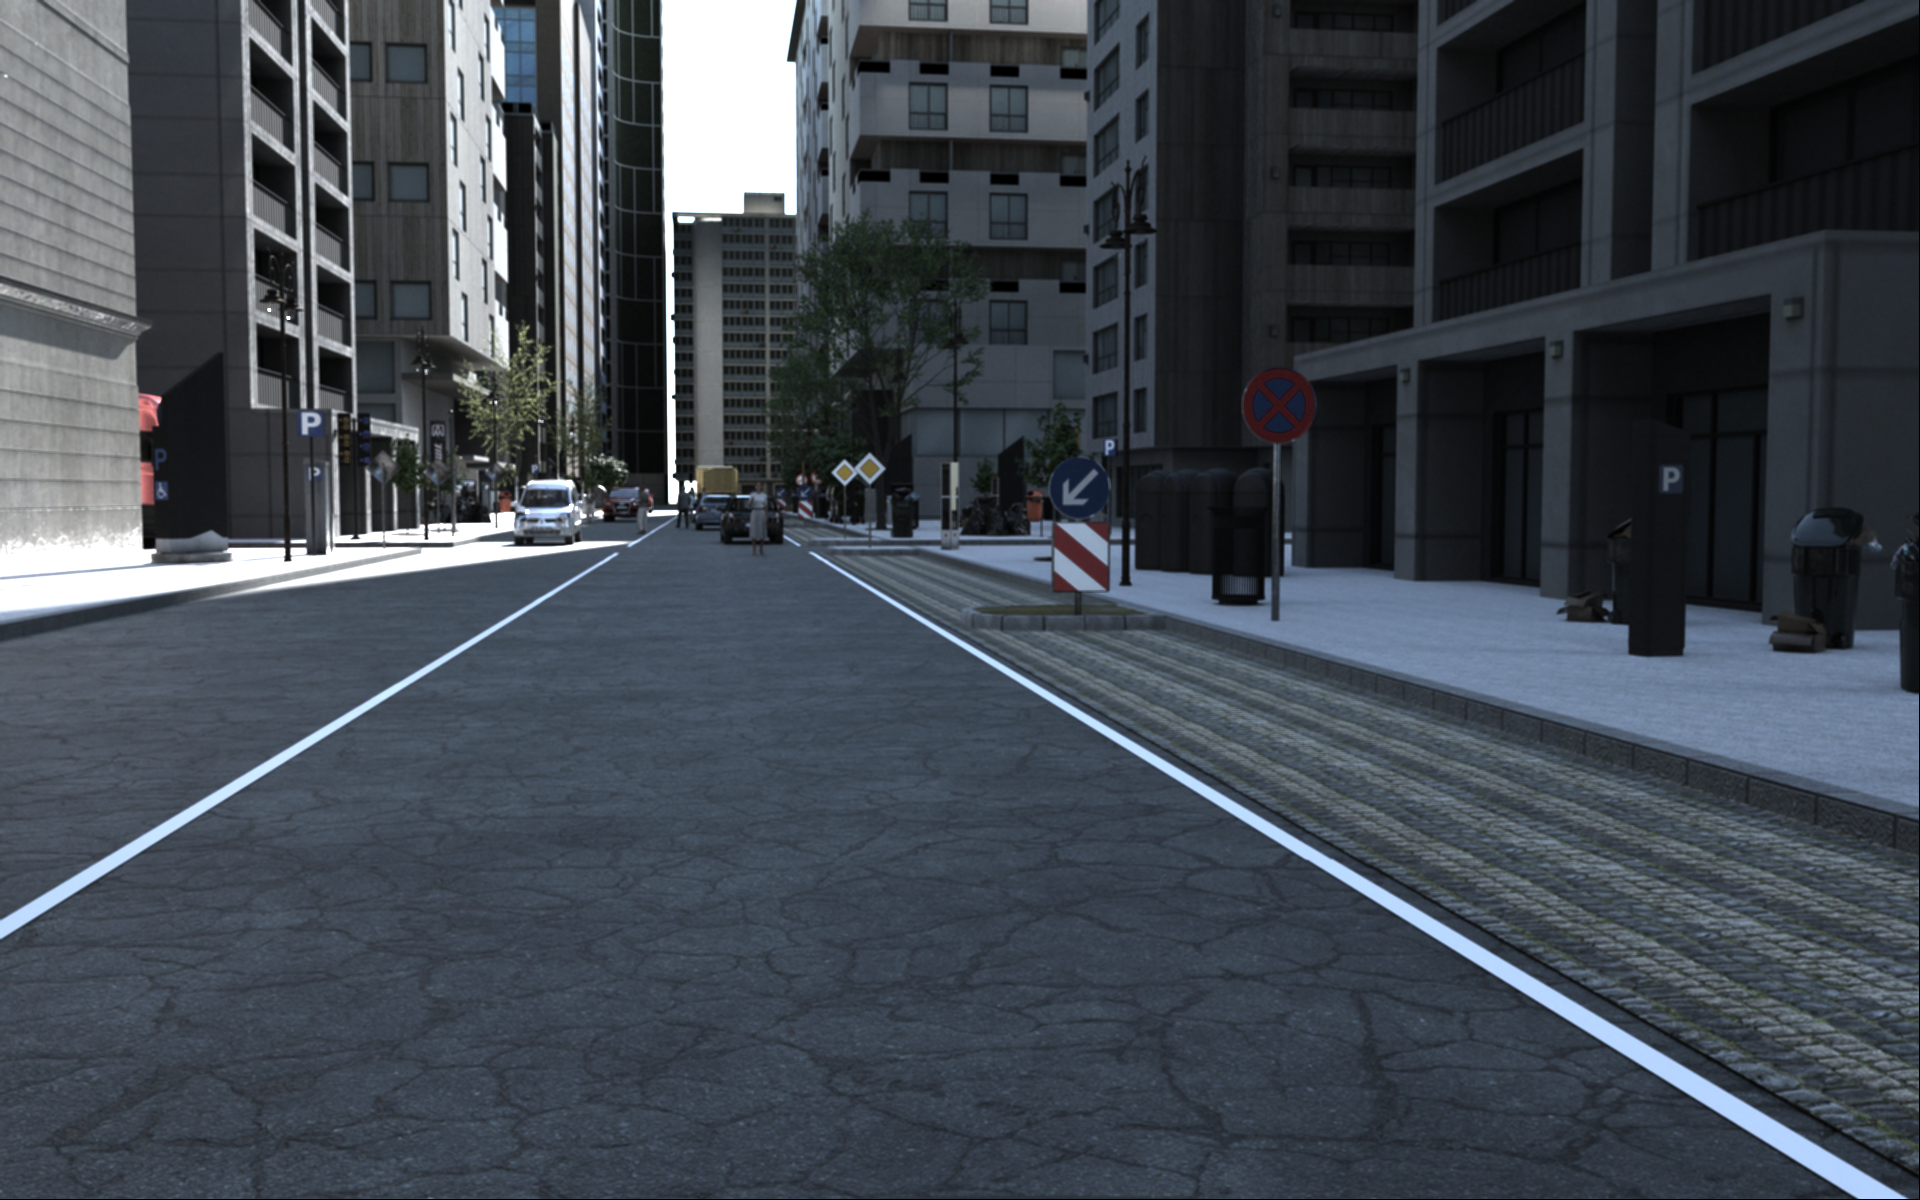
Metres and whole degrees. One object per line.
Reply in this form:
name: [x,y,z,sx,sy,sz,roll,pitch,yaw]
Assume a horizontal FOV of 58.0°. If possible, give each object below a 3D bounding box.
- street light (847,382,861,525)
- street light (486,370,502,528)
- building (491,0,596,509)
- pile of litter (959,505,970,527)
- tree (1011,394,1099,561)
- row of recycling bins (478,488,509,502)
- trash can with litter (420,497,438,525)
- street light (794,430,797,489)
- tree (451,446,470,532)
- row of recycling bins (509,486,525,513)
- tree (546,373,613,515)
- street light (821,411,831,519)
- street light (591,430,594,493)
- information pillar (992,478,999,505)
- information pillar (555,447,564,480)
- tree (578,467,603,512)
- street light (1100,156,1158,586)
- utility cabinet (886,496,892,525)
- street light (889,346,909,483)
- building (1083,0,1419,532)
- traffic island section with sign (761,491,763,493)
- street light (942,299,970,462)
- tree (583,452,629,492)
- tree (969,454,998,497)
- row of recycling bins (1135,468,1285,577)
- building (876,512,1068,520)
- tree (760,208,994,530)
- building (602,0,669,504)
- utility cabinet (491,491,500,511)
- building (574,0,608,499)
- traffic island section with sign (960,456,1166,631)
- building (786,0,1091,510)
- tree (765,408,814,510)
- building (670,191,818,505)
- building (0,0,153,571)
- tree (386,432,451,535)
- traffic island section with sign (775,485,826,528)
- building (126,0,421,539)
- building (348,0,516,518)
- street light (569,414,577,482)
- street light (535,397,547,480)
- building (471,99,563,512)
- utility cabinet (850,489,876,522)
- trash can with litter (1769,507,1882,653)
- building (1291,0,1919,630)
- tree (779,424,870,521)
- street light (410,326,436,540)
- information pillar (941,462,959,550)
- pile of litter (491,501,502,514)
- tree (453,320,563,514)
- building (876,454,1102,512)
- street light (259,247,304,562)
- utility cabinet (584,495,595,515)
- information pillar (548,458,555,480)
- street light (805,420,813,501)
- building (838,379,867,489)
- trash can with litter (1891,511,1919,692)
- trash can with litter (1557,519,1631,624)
street light: [-4.392,-6.049,71.685,0.468,5.910,1.993,0,4,-8]
street light: [-17.320,-5.612,64.548,0.468,5.910,1.993,0,4,-8]
building: [-40.469,-30.916,155.583,14.600,45.320,14.200,0,4,-8]
pile of litter: [0.102,-3.257,67.222,1.176,0.858,1.719,-1,4,-16]
tree: [2.036,-2.377,33.468,1.663,3.219,1.824,0,3,0]
row of recycling bins: [-32.958,-6.906,120.022,3.534,1.692,1.069,0,4,-2]
trash can with litter: [-22.422,-3.748,72.674,1.055,1.170,0.624,1,4,11]
street light: [-11.685,-9.185,122.961,0.468,5.910,1.993,0,4,-8]
tree: [-17.437,-3.934,58.918,1.663,3.219,1.824,0,3,0]
row of recycling bins: [-21.770,-5.061,89.860,3.534,1.692,1.069,3,5,40]
tree: [-23.155,-9.511,105.874,4.737,8.622,4.395,0,3,0]
street light: [-6.829,-7.081,88.562,0.468,5.910,1.993,0,4,-8]
street light: [-24.475,-8.711,115.205,0.468,5.910,1.993,0,4,-8]
information pillar: [1.584,-4.466,77.508,0.304,2.012,0.304,1,4,12]
information pillar: [-19.778,-5.789,86.000,0.183,3.616,0.504,0,4,6]
tree: [-26.590,-7.915,124.004,1.663,3.219,1.824,0,3,0]
street light: [2.324,-3.140,24.122,0.468,5.910,1.993,0,4,-8]
utility cabinet: [-2.939,-3.805,73.368,0.306,1.237,1.020,0,4,-5]
street light: [-1.903,-4.980,54.204,0.468,5.910,1.993,0,4,-8]
building: [12.758,-17.795,62.655,14.107,30.474,14.160,0,4,-8]
traffic island section with sign: [-10.601,-5.655,101.079,1.989,1.847,2.006,0,4,-8]
street light: [-0.109,-4.184,41.203,0.468,5.910,1.993,0,4,-8]
tree: [-29.240,-9.846,144.698,4.285,4.588,4.351,0,3,0]
tree: [1.155,-5.474,84.104,1.663,3.219,1.824,0,3,0]
row of recycling bins: [4.012,-1.293,28.257,1.069,1.692,3.534,-2,4,-28]
building: [6.732,-31.171,98.886,28.713,52.752,27.495,0,4,-8]
tree: [-2.734,-8.327,61.902,9.928,11.665,9.643,0,3,0]
building: [-47.317,-47.580,216.188,20.611,71.187,20.563,0,4,-8]
utility cabinet: [-31.572,-6.636,117.178,1.173,1.500,0.318,3,4,37]
building: [-51.648,-39.078,180.925,28.212,58.520,21.231,0,4,-8]
traffic island section with sign: [1.048,-0.633,18.973,1.989,1.847,2.006,0,4,-8]
building: [-3.399,-36.396,184.306,28.713,52.752,27.495,0,4,-8]
tree: [-13.535,-11.546,139.138,4.737,8.622,4.395,0,3,0]
building: [-25.381,-32.628,225.353,23.993,40.220,32.217,0,4,-8]
building: [-37.086,-15.160,24.284,44.131,29.872,17.030,0,4,-8]
tree: [-17.156,-3.641,54.128,1.663,3.219,1.824,0,3,0]
traffic island section with sign: [-6.746,-3.990,73.871,1.989,1.847,2.006,0,4,-8]
building: [-29.581,-37.815,56.520,20.563,71.187,20.611,0,4,-8]
building: [-38.784,-30.647,90.318,28.713,52.752,27.495,0,4,-8]
street light: [-21.964,-7.683,98.406,0.468,5.910,1.993,0,4,-8]
street light: [-19.586,-6.627,81.144,0.468,5.910,1.993,0,4,-8]
building: [-37.153,-21.757,127.430,14.160,30.474,14.107,0,4,-8]
utility cabinet: [-4.429,-4.302,79.014,1.173,1.500,0.318,-1,4,-15]
trash can with litter: [7.116,-0.177,14.282,0.624,1.170,1.055,3,5,43]
building: [17.456,-35.578,19.959,20.563,71.187,20.611,0,4,-8]
tree: [-5.635,-5.993,81.695,4.285,4.588,4.351,0,3,0]
street light: [-14.775,-4.587,47.793,0.468,5.910,1.993,0,4,-8]
information pillar: [-0.234,-2.172,40.007,0.304,2.012,0.304,3,4,39]
pile of litter: [-30.939,-6.166,114.775,1.176,0.858,1.719,3,5,43]
tree: [-18.826,-7.464,72.401,4.360,8.622,3.978,0,3,0]
building: [0.251,-34.721,156.929,28.713,52.752,27.495,0,4,-8]
street light: [-12.734,-3.661,32.641,0.468,5.910,1.993,0,4,-8]
utility cabinet: [-23.116,-5.926,108.055,0.306,1.237,1.020,1,4,14]
information pillar: [-26.611,-7.443,113.055,0.504,3.616,0.183,0,4,8]
street light: [-9.197,-8.130,105.705,0.468,5.910,1.993,0,4,-8]
building: [-2.762,-22.282,136.012,14.160,30.474,14.107,0,4,-8]
trash can with litter: [6.586,0.016,11.132,1.055,1.170,0.624,2,4,25]
trash can with litter: [6.485,-0.357,17.217,1.055,1.170,0.624,3,5,41]
